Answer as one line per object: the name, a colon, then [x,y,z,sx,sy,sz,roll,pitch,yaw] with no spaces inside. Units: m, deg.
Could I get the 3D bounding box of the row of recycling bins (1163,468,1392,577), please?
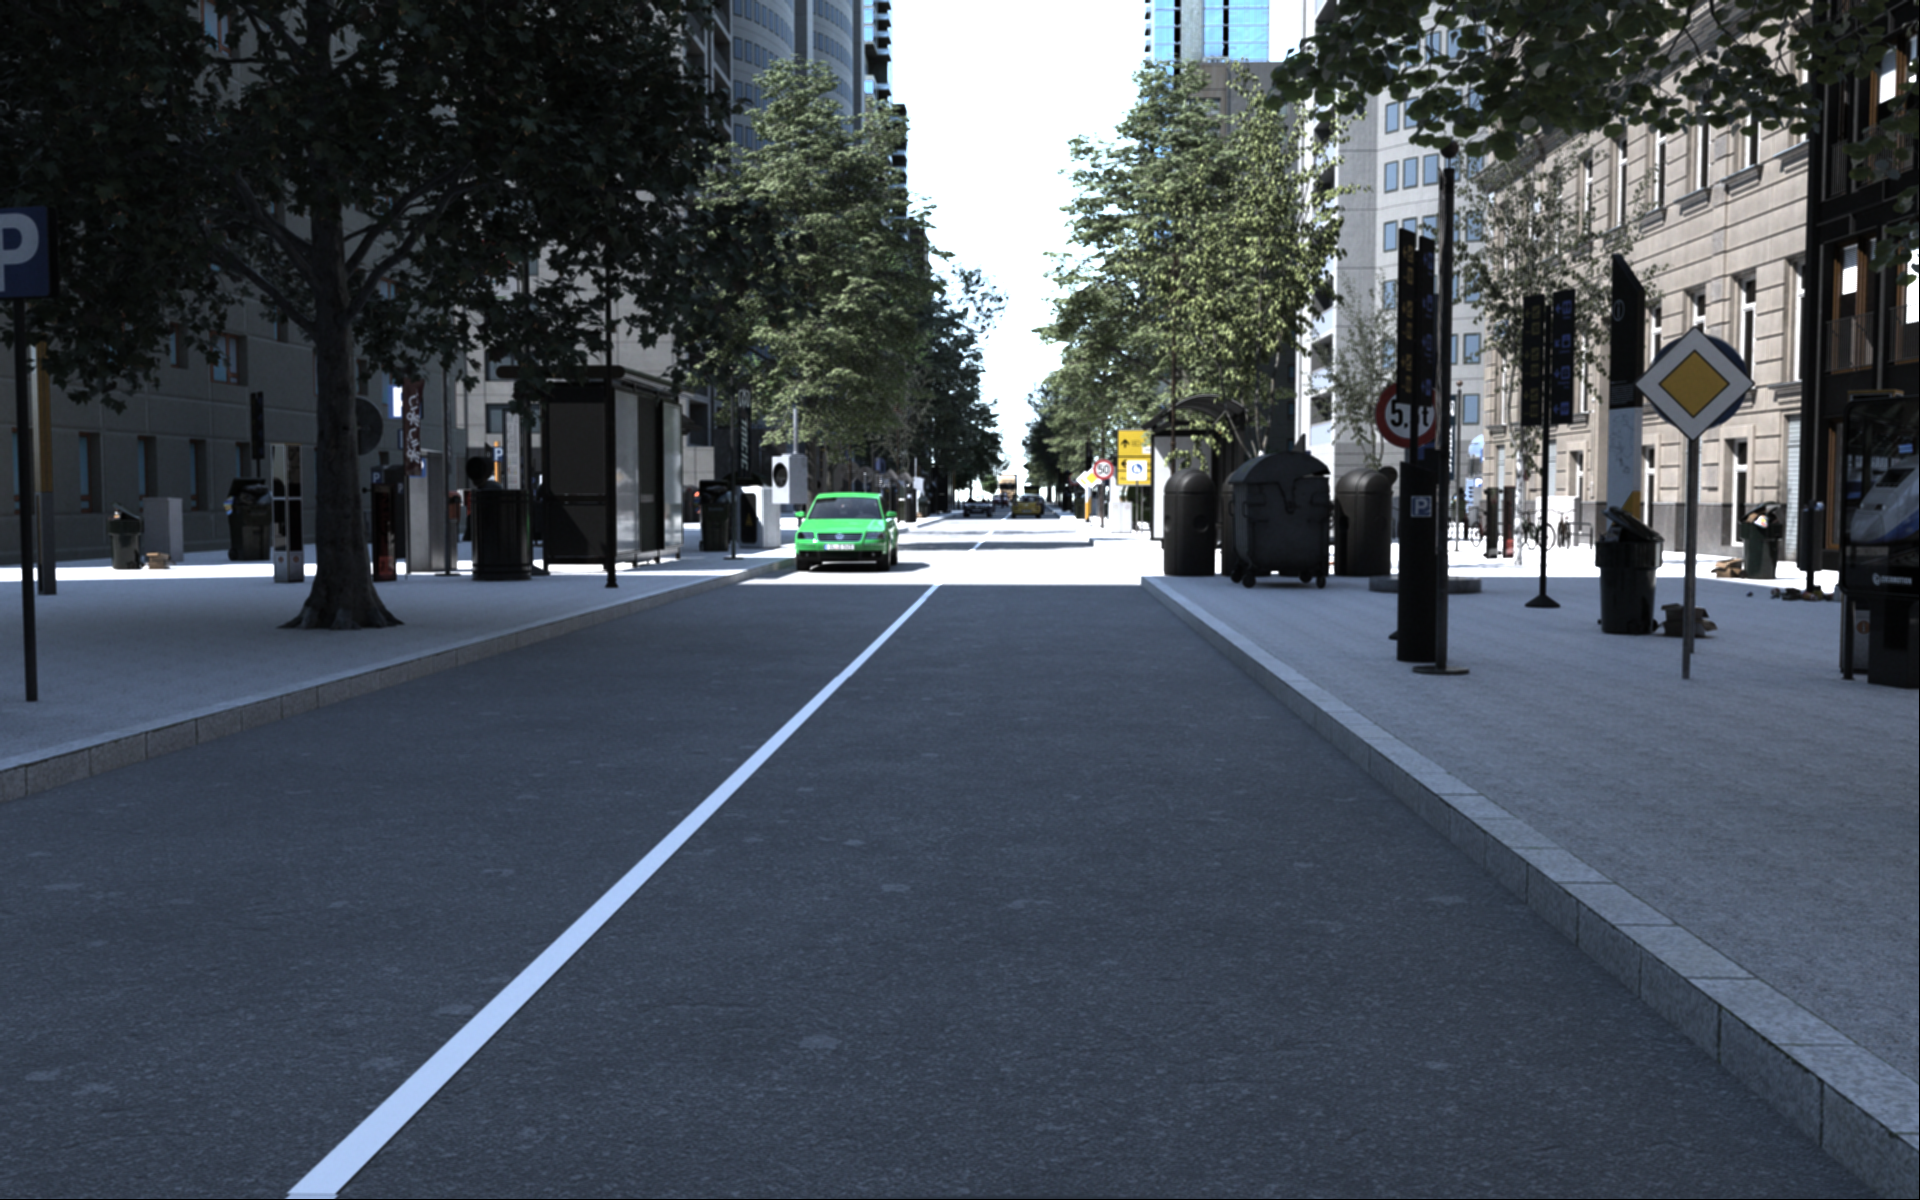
row of recycling bins: [4.978,-1.228,27.193,3.534,1.692,1.069,0,4,3]

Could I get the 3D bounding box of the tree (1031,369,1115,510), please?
tree: [8.756,-13.136,140.521,9.928,11.665,9.643,0,3,0]

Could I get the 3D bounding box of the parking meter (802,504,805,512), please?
parking meter: [-9.057,-5.694,101.501,0.372,1.533,0.369,0,3,0]

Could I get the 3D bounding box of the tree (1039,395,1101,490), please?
tree: [7.534,-9.849,111.397,4.360,8.622,3.978,0,3,0]

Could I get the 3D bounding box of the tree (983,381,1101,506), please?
tree: [10.314,-16.515,180.397,12.009,13.543,11.850,0,3,0]

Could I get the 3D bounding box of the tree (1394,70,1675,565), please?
tree: [10.297,-4.929,30.949,4.360,8.622,3.978,0,3,0]

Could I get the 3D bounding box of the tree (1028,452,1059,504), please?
tree: [13.268,-18.383,234.978,8.767,10.594,7.601,-1,4,-17]

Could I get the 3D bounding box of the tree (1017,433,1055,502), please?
tree: [14.857,-23.639,293.151,9.857,13.997,8.962,0,3,0]

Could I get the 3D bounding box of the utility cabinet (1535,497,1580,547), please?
utility cabinet: [14.612,-1.910,42.383,0.306,1.237,1.020,-3,5,-43]

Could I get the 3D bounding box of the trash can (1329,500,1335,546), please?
trash can: [9.135,-1.935,43.293,0.748,1.137,0.748,0,3,0]

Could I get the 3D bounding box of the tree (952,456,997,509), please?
tree: [-0.111,-9.872,145.118,4.285,4.588,4.351,0,3,0]

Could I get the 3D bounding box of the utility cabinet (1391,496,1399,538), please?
utility cabinet: [13.114,-2.444,51.128,1.020,1.237,0.306,-3,5,-43]

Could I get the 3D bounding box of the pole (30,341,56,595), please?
pole: [-11.649,-1.722,22.000,0.158,3.312,0.155,0,3,0]

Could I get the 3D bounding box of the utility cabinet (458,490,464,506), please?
utility cabinet: [-24.339,-4.736,86.108,1.173,1.500,0.318,-2,4,-25]

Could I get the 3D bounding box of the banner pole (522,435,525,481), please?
banner pole: [-13.833,-3.989,55.236,0.401,3.779,0.863,0,4,6]

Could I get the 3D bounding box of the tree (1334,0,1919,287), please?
tree: [3.709,-5.375,6.014,7.486,12.596,7.792,0,3,0]

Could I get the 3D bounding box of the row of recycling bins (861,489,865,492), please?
row of recycling bins: [-6.545,-8.316,143.084,3.534,1.692,1.069,-1,4,-20]

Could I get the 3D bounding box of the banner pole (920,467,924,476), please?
banner pole: [-3.232,-9.615,147.214,0.401,3.779,0.863,2,4,27]

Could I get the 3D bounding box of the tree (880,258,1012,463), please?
tree: [-2.975,-16.749,129.739,12.611,20.169,13.585,0,3,0]

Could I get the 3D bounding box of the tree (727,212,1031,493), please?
tree: [-4.520,-8.294,61.360,9.928,11.665,9.643,0,3,0]

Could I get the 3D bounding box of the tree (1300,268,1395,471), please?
tree: [13.130,-6.440,55.651,4.360,8.622,3.978,0,3,0]

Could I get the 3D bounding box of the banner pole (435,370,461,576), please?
banner pole: [-8.102,-2.286,27.391,0.401,3.779,0.863,-1,4,-8]

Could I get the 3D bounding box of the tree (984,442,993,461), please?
tree: [2.039,-15.546,204.544,4.360,8.622,3.978,0,3,0]

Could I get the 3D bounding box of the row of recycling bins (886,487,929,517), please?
row of recycling bins: [-3.301,-5.473,96.596,3.534,1.692,1.069,-3,4,-37]

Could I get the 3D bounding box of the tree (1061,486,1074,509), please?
tree: [10.132,-9.625,151.967,1.663,3.219,1.824,0,3,0]

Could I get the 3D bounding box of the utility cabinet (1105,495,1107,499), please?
utility cabinet: [12.364,-8.204,145.303,0.306,1.237,1.020,-1,4,-14]

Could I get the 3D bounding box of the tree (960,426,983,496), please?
tree: [-0.872,-12.540,155.399,4.360,8.622,3.978,0,3,0]

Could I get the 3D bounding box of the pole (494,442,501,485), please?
pole: [-17.991,-4.500,67.412,0.158,3.312,0.155,0,3,0]

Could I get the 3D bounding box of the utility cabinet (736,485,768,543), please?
utility cabinet: [-5.336,-2.194,44.545,0.318,1.500,1.173,-3,4,-37]

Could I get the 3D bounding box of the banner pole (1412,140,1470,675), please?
banner pole: [3.376,-1.353,12.139,0.401,3.779,0.863,1,4,21]

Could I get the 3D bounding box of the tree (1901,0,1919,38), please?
tree: [10.783,-3.961,15.117,4.360,8.622,3.978,0,3,0]

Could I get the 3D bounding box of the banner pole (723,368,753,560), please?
banner pole: [-4.346,-2.703,34.205,0.401,3.779,0.863,2,4,29]

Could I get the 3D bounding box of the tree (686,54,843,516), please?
tree: [-3.975,-7.815,45.898,7.486,12.596,7.792,0,3,0]

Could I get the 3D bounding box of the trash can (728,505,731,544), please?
trash can: [-5.933,-1.883,42.436,0.748,1.137,0.748,0,3,0]

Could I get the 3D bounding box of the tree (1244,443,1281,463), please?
tree: [19.222,-7.625,108.374,4.285,4.588,4.351,0,3,0]

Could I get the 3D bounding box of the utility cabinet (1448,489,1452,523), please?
utility cabinet: [21.389,-4.137,76.325,0.318,1.500,1.173,2,4,25]

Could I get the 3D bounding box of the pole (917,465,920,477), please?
pole: [-2.903,-7.847,122.135,0.158,3.312,0.155,0,3,0]

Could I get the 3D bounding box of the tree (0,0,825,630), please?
tree: [-6.108,-6.081,16.429,9.611,12.733,9.660,0,3,0]

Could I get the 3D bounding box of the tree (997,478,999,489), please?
tree: [4.349,-16.630,255.605,4.285,4.588,4.351,0,3,0]

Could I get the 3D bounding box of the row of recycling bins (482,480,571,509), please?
row of recycling bins: [-12.389,-2.670,50.769,3.534,1.692,1.069,0,4,-3]

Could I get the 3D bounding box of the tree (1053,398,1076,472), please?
tree: [9.031,-11.060,131.197,4.737,8.622,4.395,0,3,0]

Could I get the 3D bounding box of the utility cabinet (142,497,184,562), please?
utility cabinet: [-15.140,-1.331,32.918,1.020,1.237,0.306,3,5,40]

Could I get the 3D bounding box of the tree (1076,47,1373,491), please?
tree: [4.896,-4.807,28.961,4.737,8.622,4.395,0,3,0]

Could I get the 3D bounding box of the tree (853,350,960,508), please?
tree: [-2.970,-8.226,84.858,4.360,8.622,3.978,0,3,0]

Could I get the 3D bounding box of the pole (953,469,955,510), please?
pole: [-0.477,-8.940,140.008,0.158,3.312,0.155,0,3,0]

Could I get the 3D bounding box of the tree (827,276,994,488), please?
tree: [-2.838,-11.869,100.720,9.857,13.997,8.962,0,3,0]

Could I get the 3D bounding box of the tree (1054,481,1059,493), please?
tree: [12.691,-13.784,219.977,1.663,3.219,1.824,0,3,0]

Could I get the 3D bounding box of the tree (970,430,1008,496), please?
tree: [2.630,-17.875,226.666,7.601,10.594,8.767,-1,4,-15]

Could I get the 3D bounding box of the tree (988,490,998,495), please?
tree: [5.265,-17.178,275.459,1.663,3.219,1.824,0,3,0]
